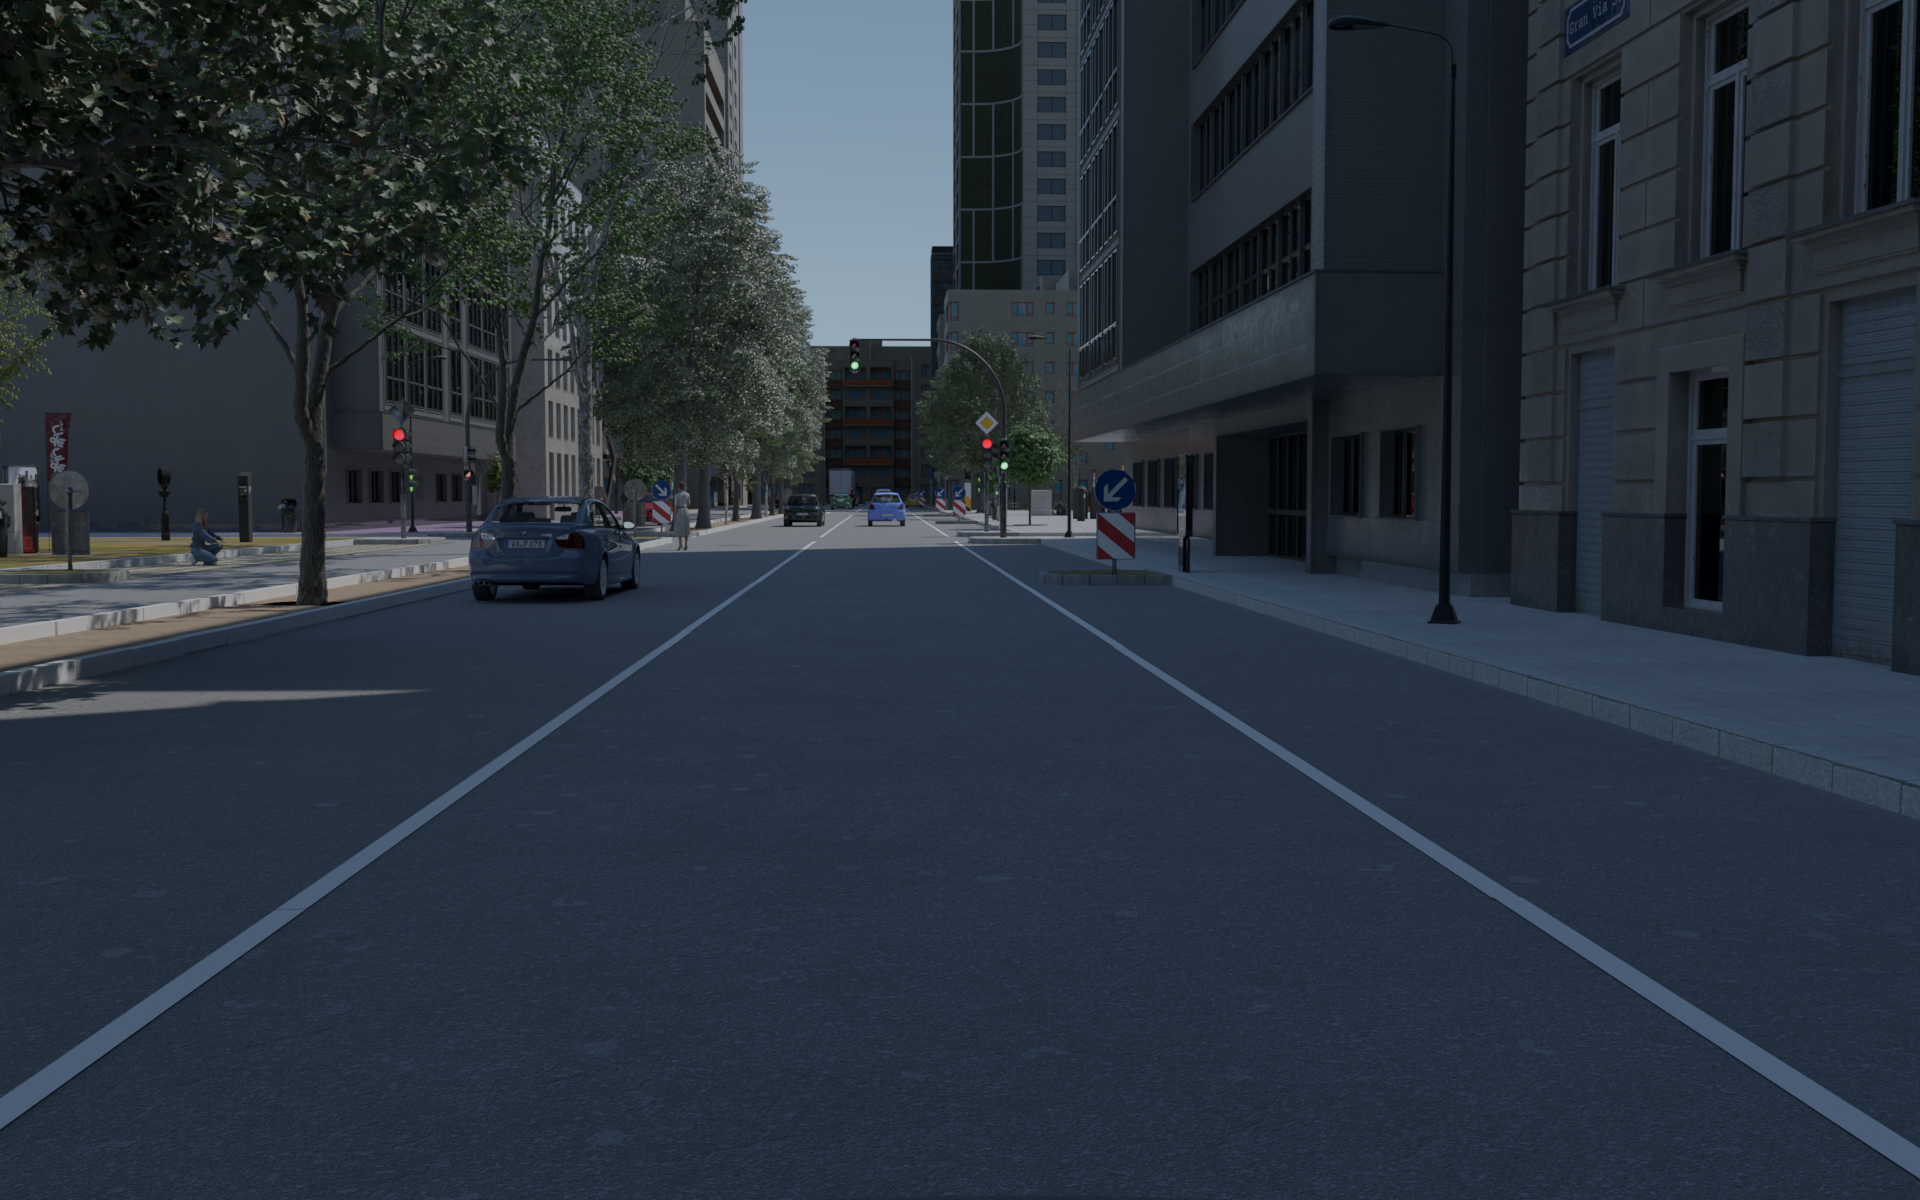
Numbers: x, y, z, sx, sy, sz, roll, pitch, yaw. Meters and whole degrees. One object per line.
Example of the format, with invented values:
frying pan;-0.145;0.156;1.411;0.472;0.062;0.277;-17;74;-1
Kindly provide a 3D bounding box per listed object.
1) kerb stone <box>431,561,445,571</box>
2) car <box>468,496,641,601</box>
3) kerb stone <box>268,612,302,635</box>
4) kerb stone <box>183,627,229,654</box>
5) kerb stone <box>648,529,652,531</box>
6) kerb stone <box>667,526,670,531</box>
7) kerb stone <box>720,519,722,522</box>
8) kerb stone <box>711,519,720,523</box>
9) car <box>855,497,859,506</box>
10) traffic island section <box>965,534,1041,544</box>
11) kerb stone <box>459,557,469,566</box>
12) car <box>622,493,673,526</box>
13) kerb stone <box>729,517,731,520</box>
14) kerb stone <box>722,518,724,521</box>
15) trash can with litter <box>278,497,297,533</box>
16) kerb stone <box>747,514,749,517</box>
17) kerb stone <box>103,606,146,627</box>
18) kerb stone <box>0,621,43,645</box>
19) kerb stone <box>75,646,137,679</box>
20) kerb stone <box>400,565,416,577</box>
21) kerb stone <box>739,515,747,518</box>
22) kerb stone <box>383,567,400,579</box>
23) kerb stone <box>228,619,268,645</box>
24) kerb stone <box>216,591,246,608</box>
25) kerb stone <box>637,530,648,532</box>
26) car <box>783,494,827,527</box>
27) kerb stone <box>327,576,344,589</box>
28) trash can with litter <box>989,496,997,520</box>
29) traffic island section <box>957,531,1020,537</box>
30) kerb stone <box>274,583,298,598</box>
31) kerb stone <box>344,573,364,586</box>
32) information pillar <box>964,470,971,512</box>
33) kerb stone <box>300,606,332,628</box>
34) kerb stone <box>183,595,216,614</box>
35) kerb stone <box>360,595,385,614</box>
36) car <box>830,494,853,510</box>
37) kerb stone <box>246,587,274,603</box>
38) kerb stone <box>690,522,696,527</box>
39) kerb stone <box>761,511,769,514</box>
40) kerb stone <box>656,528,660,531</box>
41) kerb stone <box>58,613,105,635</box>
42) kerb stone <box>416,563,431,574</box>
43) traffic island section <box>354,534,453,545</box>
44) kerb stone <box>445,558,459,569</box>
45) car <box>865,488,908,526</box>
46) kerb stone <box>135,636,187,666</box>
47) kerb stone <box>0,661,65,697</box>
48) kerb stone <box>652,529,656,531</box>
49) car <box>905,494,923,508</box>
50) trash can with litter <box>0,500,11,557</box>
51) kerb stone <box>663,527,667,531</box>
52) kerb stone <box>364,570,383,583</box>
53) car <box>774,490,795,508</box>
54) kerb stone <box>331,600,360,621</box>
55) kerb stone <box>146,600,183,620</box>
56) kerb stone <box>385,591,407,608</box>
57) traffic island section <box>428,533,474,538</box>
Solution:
kerb stone;-9.830;-0.616;32.285;0.120;0.150;1.000;0;4;-3
car;-5.698;-0.771;24.616;2.014;1.417;4.499;0;4;-1
kerb stone;-7.086;0.261;17.975;0.120;0.150;1.000;0;4;-3
kerb stone;-6.999;0.383;15.933;0.120;0.150;1.000;0;4;-3
kerb stone;-11.149;-2.404;61.501;0.120;0.150;1.000;0;4;-3
kerb stone;-11.381;-2.717;66.637;0.120;0.150;1.000;0;4;-3
kerb stone;-12.344;-4.034;88.159;0.120;0.150;1.000;0;4;-3
kerb stone;-12.301;-3.966;87.136;0.120;0.150;1.000;0;4;-3
car;-13.098;-11.909;207.075;2.083;1.381;4.827;0;4;-3
traffic island section;1.287;-1.754;50.961;2.009;0.180;2.903;0;4;-3
kerb stone;-9.922;-0.742;34.327;0.120;0.150;1.000;0;4;-3
car;-14.345;-4.318;79.642;2.155;1.783;4.494;0;4;-1
kerb stone;-12.580;-4.345;93.283;0.120;0.150;1.000;0;4;-3
kerb stone;-12.386;-4.097;89.184;0.120;0.150;1.000;0;4;-3
trash can with litter;-22.305;-2.817;57.440;0.624;1.170;1.055;-1;4;-23
kerb stone;-13.129;-5.099;105.567;0.120;0.150;1.000;0;4;-3
kerb stone;-9.234;0.196;18.993;0.120;0.150;1.000;0;4;-3
kerb stone;-9.152;0.321;16.943;0.120;0.150;1.000;0;4;-3
kerb stone;-6.898;0.508;13.884;0.120;0.150;1.000;0;4;-3
kerb stone;-9.737;-0.492;30.240;0.120;0.150;1.000;0;4;-3
kerb stone;-13.093;-5.037;104.545;0.120;0.150;1.000;0;4;-3
kerb stone;-9.689;-0.429;29.215;0.120;0.150;1.000;0;4;-3
kerb stone;-7.036;0.321;16.954;0.120;0.150;1.000;0;4;-3
kerb stone;-9.371;0.009;22.055;0.120;0.150;1.000;0;4;-3
kerb stone;-11.095;-2.341;60.471;0.120;0.150;1.000;0;4;-3
car;-6.943;-4.133;77.360;2.009;1.686;4.222;0;4;-2
kerb stone;-9.548;-0.236;26.140;0.120;0.150;1.000;0;4;-3
trash can with litter;1.859;-4.518;85.260;0.624;1.170;1.055;2;4;28
traffic island section;0.927;-2.242;58.938;2.009;0.180;2.903;0;4;-3
kerb stone;-9.467;-0.116;24.097;0.120;0.150;1.000;0;4;-3
kerb stone;-9.603;-0.300;27.165;0.120;0.150;1.000;0;4;-3
information pillar;0.573;-8.272;126.603;0.504;3.616;0.183;-2;4;-24
kerb stone;-7.135;0.196;18.998;0.120;0.150;1.000;0;4;-3
kerb stone;-9.320;0.071;21.035;0.120;0.150;1.000;0;4;-3
kerb stone;-7.223;0.070;21.047;0.120;0.150;1.000;0;4;-3
car;-10.647;-8.800;155.675;2.131;1.459;4.920;0;4;-2
kerb stone;-9.415;-0.054;23.076;0.120;0.150;1.000;0;4;-3
kerb stone;-11.839;-3.345;76.885;0.120;0.150;1.000;0;4;-3
kerb stone;-13.962;-6.228;124.025;0.120;0.150;1.000;0;4;-3
kerb stone;-11.239;-2.530;63.553;0.120;0.150;1.000;0;4;-3
kerb stone;-9.186;0.263;17.964;0.120;0.150;1.000;0;4;-3
kerb stone;-9.788;-0.554;31.261;0.120;0.150;1.000;0;4;-3
traffic island section;-16.137;-1.707;50.184;2.009;0.180;2.903;0;4;-3
kerb stone;-9.871;-0.680;33.307;0.120;0.150;1.000;0;4;-3
car;-3.313;-4.179;77.910;1.945;1.707;3.694;0;4;-3
kerb stone;-6.940;0.450;14.906;0.120;0.150;1.000;0;4;-3
kerb stone;-6.855;0.571;12.863;0.120;0.150;1.000;0;4;-3
kerb stone;-11.185;-2.460;62.526;0.120;0.150;1.000;0;4;-3
car;-4.788;-10.480;181.564;2.015;1.641;3.980;0;4;-3
trash can with litter;-19.750;-1.440;34.933;1.055;1.170;0.624;0;4;-4
kerb stone;-11.329;-2.656;65.616;0.120;0.150;1.000;0;4;-3
kerb stone;-9.644;-0.367;28.194;0.120;0.150;1.000;0;4;-3
car;-17.818;-10.316;177.337;2.281;1.827;5.304;0;4;-2
kerb stone;-7.182;0.133;20.025;0.120;0.150;1.000;0;4;-3
kerb stone;-9.278;0.134;20.014;0.120;0.150;1.000;0;4;-3
kerb stone;-7.275;0.010;22.069;0.120;0.150;1.000;0;4;-3
traffic island section;-16.497;-2.195;58.161;2.009;0.180;2.903;0;4;-3
